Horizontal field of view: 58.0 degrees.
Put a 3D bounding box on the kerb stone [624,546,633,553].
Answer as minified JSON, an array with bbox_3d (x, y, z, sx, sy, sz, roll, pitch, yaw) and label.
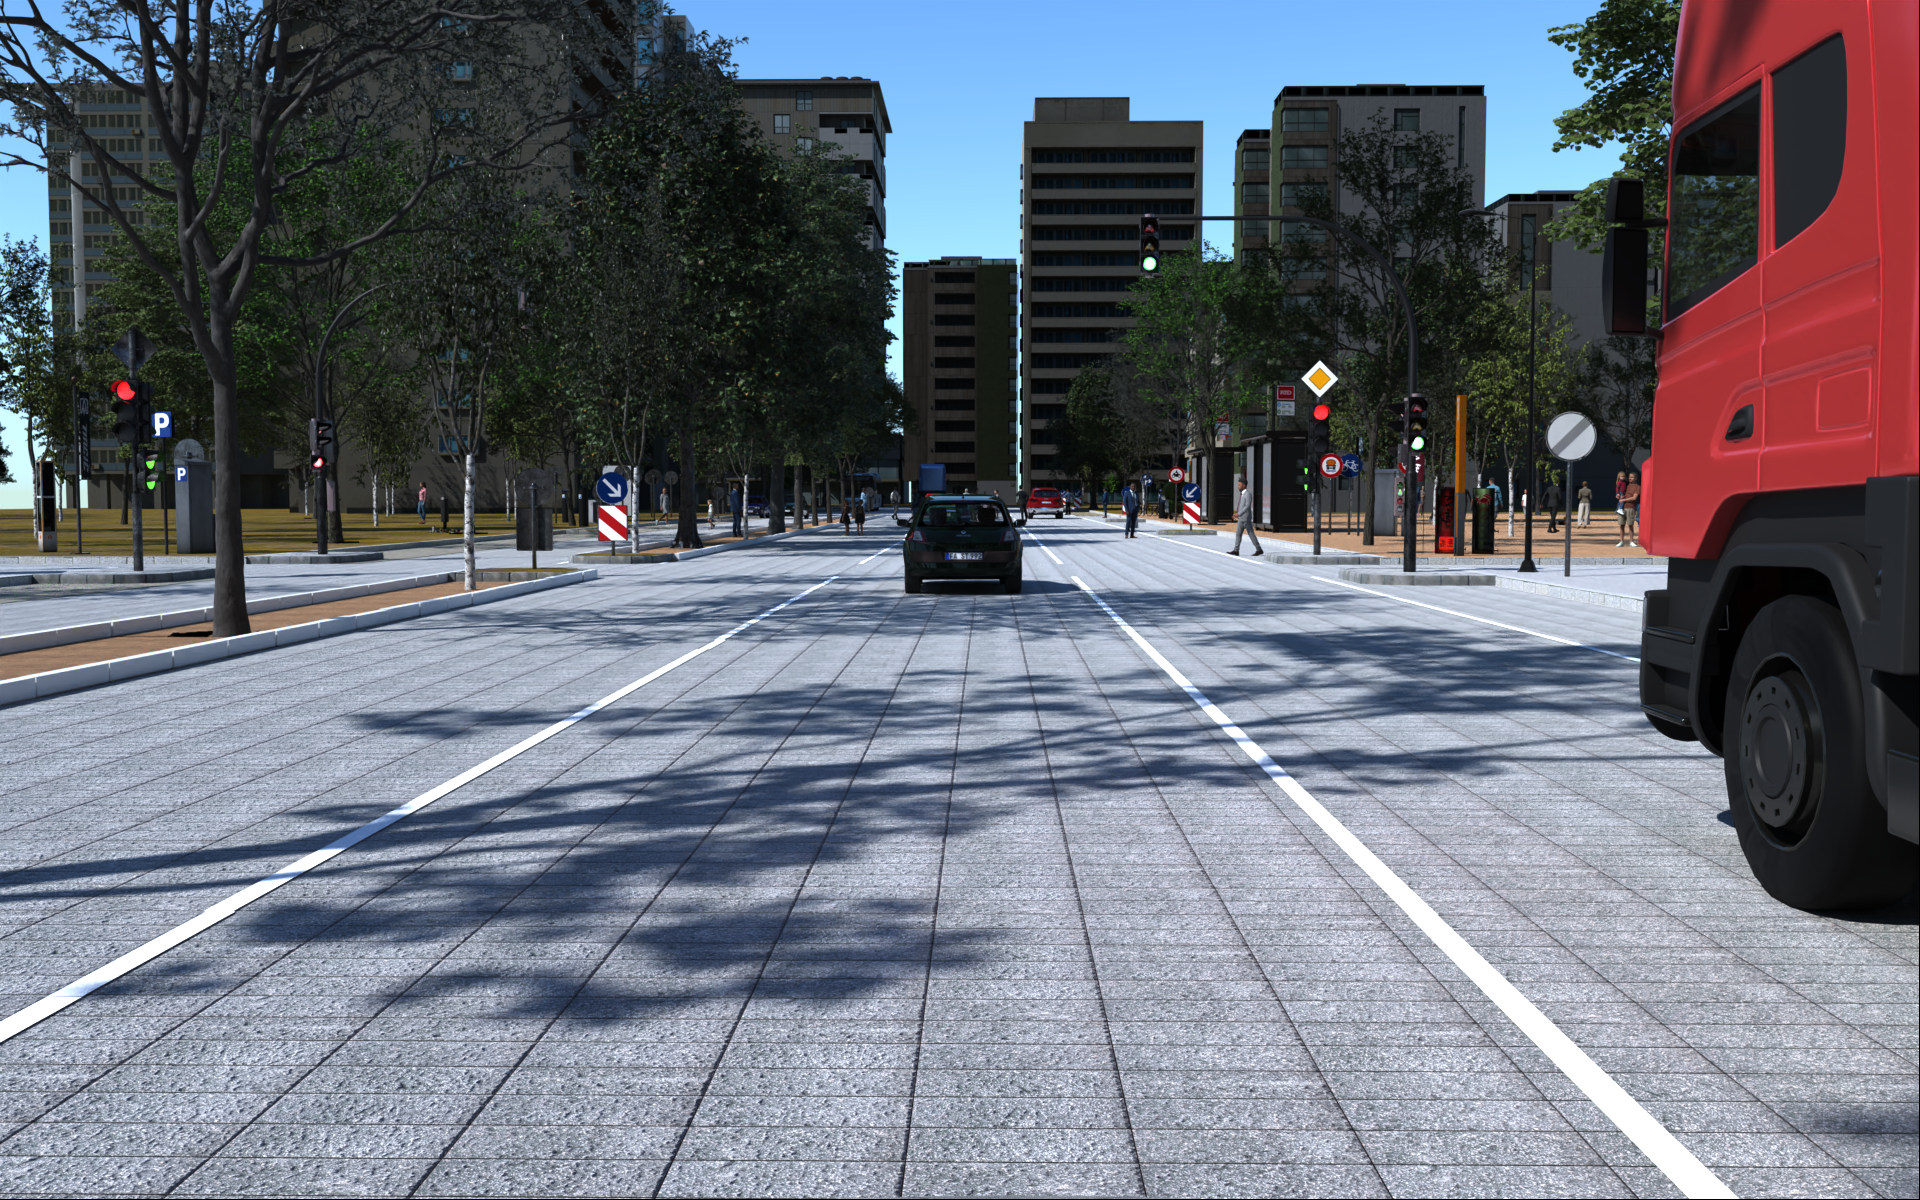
[{"bbox_3d":[-8.138,-1.207,41.926,0.120,0.150,1.000,0,4,1],"label":"kerb stone"}]

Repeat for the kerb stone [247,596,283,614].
[{"bbox_3d":[-8.487,0.077,20.941,0.120,0.150,1.000,0,4,1],"label":"kerb stone"}]

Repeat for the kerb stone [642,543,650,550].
[{"bbox_3d":[-8.102,-1.332,43.971,0.120,0.150,1.000,0,4,1],"label":"kerb stone"}]

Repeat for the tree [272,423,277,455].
[{"bbox_3d":[-39.404,-9.392,103.914,4.360,8.622,3.978,0,3,0],"label":"tree"}]

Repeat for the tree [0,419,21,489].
[{"bbox_3d":[-62.437,-8.508,102.016,20.602,7.101,11.467,1,4,15],"label":"tree"}]

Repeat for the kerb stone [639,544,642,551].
[{"bbox_3d":[-8.118,-1.268,42.949,0.120,0.150,1.000,0,4,1],"label":"kerb stone"}]

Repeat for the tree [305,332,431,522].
[{"bbox_3d":[-26.761,-7.911,79.705,4.737,8.622,4.395,0,3,0],"label":"tree"}]

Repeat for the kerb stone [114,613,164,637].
[{"bbox_3d":[-8.540,0.265,17.863,0.120,0.150,1.000,0,4,1],"label":"kerb stone"}]

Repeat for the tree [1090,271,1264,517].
[{"bbox_3d":[11.877,-11.287,94.905,12.009,13.543,11.850,0,3,0],"label":"tree"}]

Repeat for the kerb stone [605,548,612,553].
[{"bbox_3d":[-8.167,-1.082,39.880,0.120,0.150,1.000,0,4,1],"label":"kerb stone"}]

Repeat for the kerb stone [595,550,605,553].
[{"bbox_3d":[-8.188,-1.019,38.858,0.120,0.150,1.000,0,4,1],"label":"kerb stone"}]

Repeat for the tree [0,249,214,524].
[{"bbox_3d":[-35.081,-8.448,72.529,8.767,10.594,7.601,-3,5,-40],"label":"tree"}]

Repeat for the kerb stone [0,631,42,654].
[{"bbox_3d":[-8.577,0.390,15.819,0.120,0.150,1.000,0,4,1],"label":"kerb stone"}]

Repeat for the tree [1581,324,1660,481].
[{"bbox_3d":[34.270,-9.474,89.307,7.601,10.594,8.767,-3,5,-44],"label":"tree"}]

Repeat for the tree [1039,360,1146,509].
[{"bbox_3d":[11.553,-14.143,148.244,9.611,12.733,9.660,0,3,0],"label":"tree"}]

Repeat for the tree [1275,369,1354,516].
[{"bbox_3d":[20.656,-9.150,99.963,4.360,8.622,3.978,0,3,0],"label":"tree"}]

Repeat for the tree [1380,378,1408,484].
[{"bbox_3d":[18.957,-7.269,69.207,4.360,8.622,3.978,0,3,0],"label":"tree"}]

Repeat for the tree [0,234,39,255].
[{"bbox_3d":[-26.721,-6.616,42.584,7.601,10.594,8.767,0,4,5],"label":"tree"}]

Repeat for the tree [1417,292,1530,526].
[{"bbox_3d":[19.023,-6.926,63.609,4.360,8.622,3.978,0,3,0],"label":"tree"}]

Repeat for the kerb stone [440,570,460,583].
[{"bbox_3d":[-8.373,-0.362,28.113,0.120,0.150,1.000,0,4,1],"label":"kerb stone"}]

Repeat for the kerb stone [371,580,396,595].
[{"bbox_3d":[-8.422,-0.168,25.038,0.120,0.150,1.000,0,4,1],"label":"kerb stone"}]

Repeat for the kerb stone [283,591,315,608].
[{"bbox_3d":[-8.474,0.014,21.964,0.120,0.150,1.000,0,4,1],"label":"kerb stone"}]

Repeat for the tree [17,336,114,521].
[{"bbox_3d":[-42.284,-8.018,81.464,4.360,8.622,3.978,0,3,0],"label":"tree"}]

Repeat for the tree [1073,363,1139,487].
[{"bbox_3d":[11.237,-11.329,119.648,8.767,10.594,7.601,3,5,41],"label":"tree"}]

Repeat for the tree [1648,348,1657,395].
[{"bbox_3d":[31.687,-7.568,74.093,4.737,8.622,4.395,0,3,0],"label":"tree"}]

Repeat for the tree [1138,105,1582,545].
[{"bbox_3d":[10.029,-6.624,42.721,8.767,10.594,7.601,2,4,29],"label":"tree"}]

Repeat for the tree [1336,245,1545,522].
[{"bbox_3d":[22.186,-9.985,80.263,9.611,12.733,9.660,0,3,0],"label":"tree"}]

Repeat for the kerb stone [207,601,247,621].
[{"bbox_3d":[-8.500,0.140,19.916,0.120,0.150,1.000,0,4,1],"label":"kerb stone"}]

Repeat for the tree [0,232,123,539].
[{"bbox_3d":[-26.396,-6.081,49.781,4.737,8.622,4.395,0,3,0],"label":"tree"}]

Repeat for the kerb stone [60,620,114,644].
[{"bbox_3d":[-8.567,0.327,16.841,0.120,0.150,1.000,0,4,1],"label":"kerb stone"}]

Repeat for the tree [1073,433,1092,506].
[{"bbox_3d":[13.235,-14.271,183.691,4.737,8.622,4.395,0,3,0],"label":"tree"}]

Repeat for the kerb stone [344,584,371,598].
[{"bbox_3d":[-8.440,-0.109,24.012,0.120,0.150,1.000,0,4,1],"label":"kerb stone"}]

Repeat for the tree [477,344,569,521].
[{"bbox_3d":[-21.083,-8.010,81.333,4.737,8.622,4.395,0,3,0],"label":"tree"}]

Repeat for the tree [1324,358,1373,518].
[{"bbox_3d":[21.208,-8.748,93.397,4.737,8.622,4.395,0,3,0],"label":"tree"}]

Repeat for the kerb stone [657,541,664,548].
[{"bbox_3d":[-8.075,-1.457,46.015,0.120,0.150,1.000,0,4,1],"label":"kerb stone"}]

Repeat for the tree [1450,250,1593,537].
[{"bbox_3d":[16.590,-6.202,51.763,4.737,8.622,4.395,0,3,0],"label":"tree"}]

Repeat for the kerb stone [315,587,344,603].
[{"bbox_3d":[-8.451,-0.048,22.985,0.120,0.150,1.000,0,4,1],"label":"kerb stone"}]

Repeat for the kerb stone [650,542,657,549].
[{"bbox_3d":[-8.094,-1.394,44.993,0.120,0.150,1.000,0,4,1],"label":"kerb stone"}]

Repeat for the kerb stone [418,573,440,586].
[{"bbox_3d":[-8.391,-0.299,27.091,0.120,0.150,1.000,0,4,1],"label":"kerb stone"}]

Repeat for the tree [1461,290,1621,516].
[{"bbox_3d":[34.570,-11.808,103.427,12.009,13.543,11.850,0,3,0],"label":"tree"}]

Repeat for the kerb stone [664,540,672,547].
[{"bbox_3d":[-8.054,-1.519,47.037,0.120,0.150,1.000,0,4,1],"label":"kerb stone"}]

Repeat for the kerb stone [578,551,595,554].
[{"bbox_3d":[-8.212,-0.952,37.833,0.120,0.150,1.000,0,4,1],"label":"kerb stone"}]

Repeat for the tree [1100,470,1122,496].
[{"bbox_3d":[11.898,-8.716,137.109,1.663,3.219,1.824,0,3,0],"label":"tree"}]

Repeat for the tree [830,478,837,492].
[{"bbox_3d":[-13.888,-14.438,186.419,4.360,8.622,3.978,0,3,0],"label":"tree"}]

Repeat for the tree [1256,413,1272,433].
[{"bbox_3d":[20.605,-9.645,108.057,4.360,8.622,3.978,0,3,0],"label":"tree"}]

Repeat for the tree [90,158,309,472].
[{"bbox_3d":[-26.014,-8.640,59.387,7.486,12.596,7.792,0,3,0],"label":"tree"}]

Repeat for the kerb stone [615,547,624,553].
[{"bbox_3d":[-8.164,-1.144,40.904,0.120,0.150,1.000,0,4,1],"label":"kerb stone"}]

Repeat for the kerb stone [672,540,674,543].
[{"bbox_3d":[-8.040,-1.582,48.062,0.120,0.150,1.000,0,4,1],"label":"kerb stone"}]

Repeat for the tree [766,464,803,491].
[{"bbox_3d":[-14.874,-9.846,144.699,4.285,4.588,4.351,0,3,0],"label":"tree"}]

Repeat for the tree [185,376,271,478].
[{"bbox_3d":[-34.483,-7.978,80.800,4.360,8.622,3.978,0,3,0],"label":"tree"}]

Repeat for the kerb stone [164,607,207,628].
[{"bbox_3d":[-8.525,0.206,18.894,0.120,0.150,1.000,0,4,1],"label":"kerb stone"}]

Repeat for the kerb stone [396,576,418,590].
[{"bbox_3d":[-8.413,-0.234,26.060,0.120,0.150,1.000,0,4,1],"label":"kerb stone"}]

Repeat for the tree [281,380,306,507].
[{"bbox_3d":[-40.946,-9.702,108.987,4.737,8.622,4.395,0,3,0],"label":"tree"}]
